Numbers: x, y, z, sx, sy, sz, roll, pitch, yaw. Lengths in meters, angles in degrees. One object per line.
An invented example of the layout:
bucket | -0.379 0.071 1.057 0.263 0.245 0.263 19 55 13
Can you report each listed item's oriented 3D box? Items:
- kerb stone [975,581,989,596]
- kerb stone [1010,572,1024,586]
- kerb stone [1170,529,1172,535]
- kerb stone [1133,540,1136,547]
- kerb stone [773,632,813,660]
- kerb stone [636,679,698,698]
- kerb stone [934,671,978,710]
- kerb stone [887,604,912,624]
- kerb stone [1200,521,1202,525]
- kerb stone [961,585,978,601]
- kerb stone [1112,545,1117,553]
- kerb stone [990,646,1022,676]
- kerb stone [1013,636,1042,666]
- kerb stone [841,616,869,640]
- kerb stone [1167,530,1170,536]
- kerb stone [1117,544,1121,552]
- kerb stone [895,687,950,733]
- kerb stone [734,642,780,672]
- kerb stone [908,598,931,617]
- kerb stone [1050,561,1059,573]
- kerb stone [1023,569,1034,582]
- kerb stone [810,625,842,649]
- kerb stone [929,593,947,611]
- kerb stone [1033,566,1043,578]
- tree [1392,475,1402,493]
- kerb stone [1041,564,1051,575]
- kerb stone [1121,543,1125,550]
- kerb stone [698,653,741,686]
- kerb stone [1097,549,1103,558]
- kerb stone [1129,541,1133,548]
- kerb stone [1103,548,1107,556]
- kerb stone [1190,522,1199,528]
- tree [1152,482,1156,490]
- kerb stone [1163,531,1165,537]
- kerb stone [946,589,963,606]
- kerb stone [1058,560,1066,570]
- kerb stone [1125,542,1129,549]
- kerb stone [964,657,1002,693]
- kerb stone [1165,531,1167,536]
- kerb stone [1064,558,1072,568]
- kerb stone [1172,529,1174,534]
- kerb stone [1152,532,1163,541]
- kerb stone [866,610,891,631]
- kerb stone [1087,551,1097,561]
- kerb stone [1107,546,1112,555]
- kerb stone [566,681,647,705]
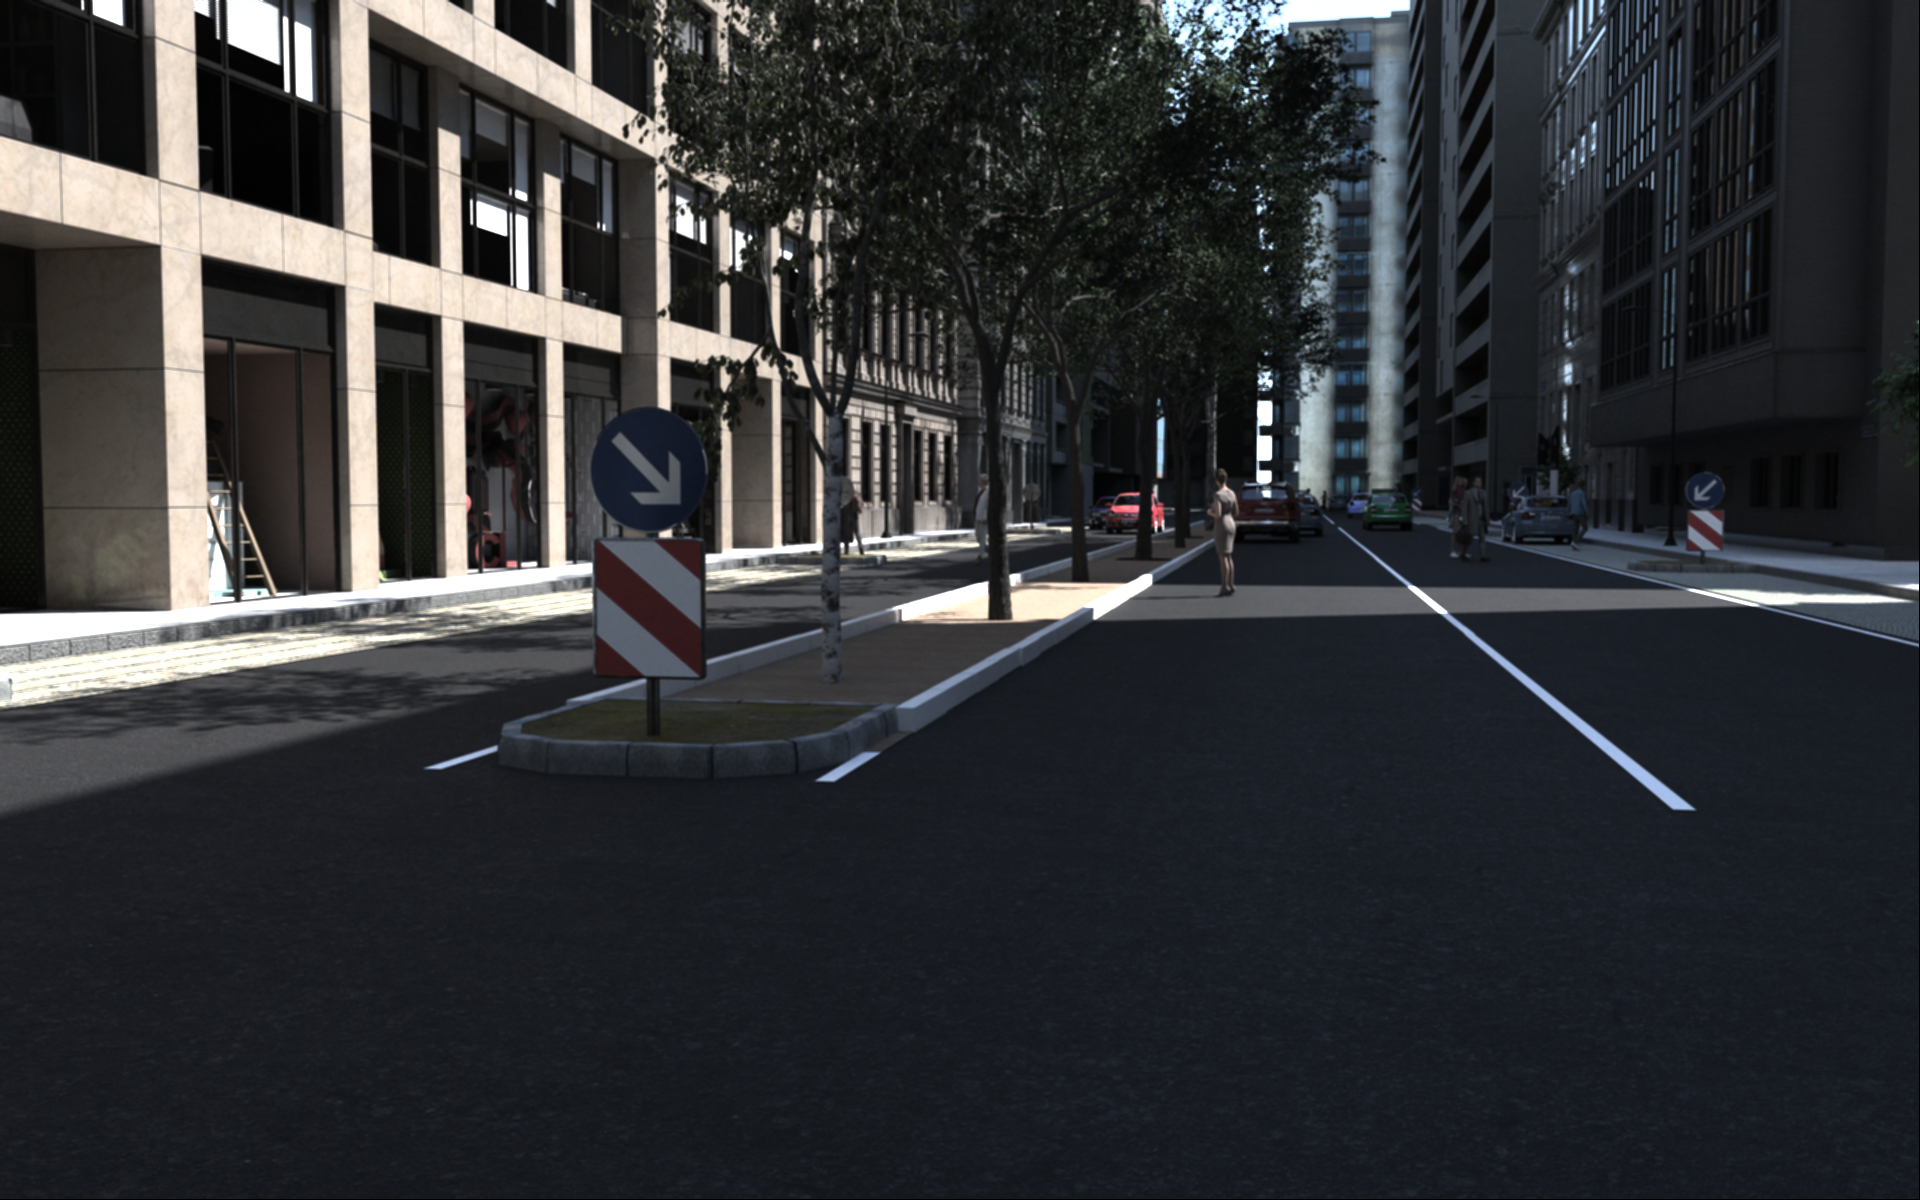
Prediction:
kerb stone | 0.240 -0.133 24.370 0.120 0.150 1.000 1 4 11
kerb stone | 0.834 -0.312 27.385 0.120 0.150 1.000 1 4 11
kerb stone | 7.096 -2.286 59.578 0.120 0.150 1.000 1 4 11
kerb stone | 4.555 -1.478 46.497 0.120 0.150 1.000 1 4 11
kerb stone | -1.518 0.421 15.308 0.120 0.150 1.000 1 4 11
kerb stone | -2.108 0.610 12.294 0.120 0.150 1.000 1 4 11
kerb stone | -0.047 0.630 11.887 0.120 0.150 1.000 1 4 11
kerb stone | -0.735 0.177 19.338 0.120 0.150 1.000 1 4 11
kerb stone | 10.643 -3.393 77.711 0.120 0.150 1.000 1 4 11
kerb stone | 0.054 -0.071 23.361 0.120 0.150 1.000 1 4 11
kerb stone | 3.581 -1.179 41.469 0.120 0.150 1.000 1 4 11
kerb stone | 0.339 0.507 13.901 0.120 0.150 1.000 1 4 11
kerb stone | 0.556 0.446 14.910 0.120 0.150 1.000 1 4 11
kerb stone | -1.120 0.298 17.320 0.120 0.150 1.000 1 4 11
kerb stone | 6.906 -2.222 58.566 0.120 0.150 1.000 1 4 11
kerb stone | 3.774 -1.240 42.473 0.120 0.150 1.000 1 4 11
kerb stone | -0.239 0.692 10.883 0.120 0.150 1.000 1 4 11
kerb stone | -1.713 0.483 14.304 0.120 0.150 1.000 1 4 11
kerb stone | -0.539 0.113 20.342 0.120 0.150 1.000 1 4 11
kerb stone | 1.628 -0.564 31.410 0.120 0.150 1.000 1 4 11
kerb stone | 1.031 -0.375 28.388 0.120 0.150 1.000 1 4 11
kerb stone | -1.322 0.364 16.311 0.120 0.150 1.000 1 4 11
kerb stone | -0.344 0.054 21.346 0.120 0.150 1.000 1 4 11
kerb stone | 1.226 -0.437 29.401 0.120 0.150 1.000 1 4 11
tree | 40.225 -9.963 157.493 1.663 3.219 1.824 0 3 0
kerb stone | 1.424 -0.502 30.409 0.120 0.150 1.000 1 4 11
kerb stone | 3.967 -1.302 43.477 0.120 0.150 1.000 1 4 11
kerb stone | -1.915 0.544 13.297 0.120 0.150 1.000 1 4 11
kerb stone | 2.997 -0.995 38.458 0.120 0.150 1.000 1 4 11
kerb stone | 4.359 -1.425 45.493 0.120 0.150 1.000 1 4 11
kerb stone | 3.183 -1.053 39.464 0.120 0.150 1.000 1 4 11
kerb stone | 10.249 -3.272 75.700 0.120 0.150 1.000 1 4 11
tree | 15.669 -9.188 144.827 1.663 3.219 1.824 0 3 0
kerb stone | 6.515 -2.101 56.553 0.120 0.150 1.000 1 4 11
kerb stone | -0.153 -0.007 22.350 0.120 0.150 1.000 1 4 11
kerb stone | 1.810 -0.625 32.417 0.120 0.150 1.000 1 4 11
kerb stone | 4.165 -1.361 44.488 0.120 0.150 1.000 1 4 11
kerb stone | 0.151 0.569 12.892 0.120 0.150 1.000 1 4 11
kerb stone | 6.712 -2.163 57.562 0.120 0.150 1.000 1 4 11
kerb stone | 2.007 -0.687 33.420 0.120 0.150 1.000 1 4 11
kerb stone | 7.302 -2.348 60.588 0.120 0.150 1.000 1 4 11
kerb stone | 6.315 -2.038 55.536 0.120 0.150 1.000 1 4 11
kerb stone | -0.927 0.236 18.330 0.120 0.150 1.000 1 4 11
kerb stone | 2.801 -0.933 37.453 0.120 0.150 1.000 1 4 11
kerb stone | 3.378 -1.118 40.467 0.120 0.150 1.000 1 4 11
kerb stone | -2.301 0.671 11.283 0.120 0.150 1.000 1 4 11
